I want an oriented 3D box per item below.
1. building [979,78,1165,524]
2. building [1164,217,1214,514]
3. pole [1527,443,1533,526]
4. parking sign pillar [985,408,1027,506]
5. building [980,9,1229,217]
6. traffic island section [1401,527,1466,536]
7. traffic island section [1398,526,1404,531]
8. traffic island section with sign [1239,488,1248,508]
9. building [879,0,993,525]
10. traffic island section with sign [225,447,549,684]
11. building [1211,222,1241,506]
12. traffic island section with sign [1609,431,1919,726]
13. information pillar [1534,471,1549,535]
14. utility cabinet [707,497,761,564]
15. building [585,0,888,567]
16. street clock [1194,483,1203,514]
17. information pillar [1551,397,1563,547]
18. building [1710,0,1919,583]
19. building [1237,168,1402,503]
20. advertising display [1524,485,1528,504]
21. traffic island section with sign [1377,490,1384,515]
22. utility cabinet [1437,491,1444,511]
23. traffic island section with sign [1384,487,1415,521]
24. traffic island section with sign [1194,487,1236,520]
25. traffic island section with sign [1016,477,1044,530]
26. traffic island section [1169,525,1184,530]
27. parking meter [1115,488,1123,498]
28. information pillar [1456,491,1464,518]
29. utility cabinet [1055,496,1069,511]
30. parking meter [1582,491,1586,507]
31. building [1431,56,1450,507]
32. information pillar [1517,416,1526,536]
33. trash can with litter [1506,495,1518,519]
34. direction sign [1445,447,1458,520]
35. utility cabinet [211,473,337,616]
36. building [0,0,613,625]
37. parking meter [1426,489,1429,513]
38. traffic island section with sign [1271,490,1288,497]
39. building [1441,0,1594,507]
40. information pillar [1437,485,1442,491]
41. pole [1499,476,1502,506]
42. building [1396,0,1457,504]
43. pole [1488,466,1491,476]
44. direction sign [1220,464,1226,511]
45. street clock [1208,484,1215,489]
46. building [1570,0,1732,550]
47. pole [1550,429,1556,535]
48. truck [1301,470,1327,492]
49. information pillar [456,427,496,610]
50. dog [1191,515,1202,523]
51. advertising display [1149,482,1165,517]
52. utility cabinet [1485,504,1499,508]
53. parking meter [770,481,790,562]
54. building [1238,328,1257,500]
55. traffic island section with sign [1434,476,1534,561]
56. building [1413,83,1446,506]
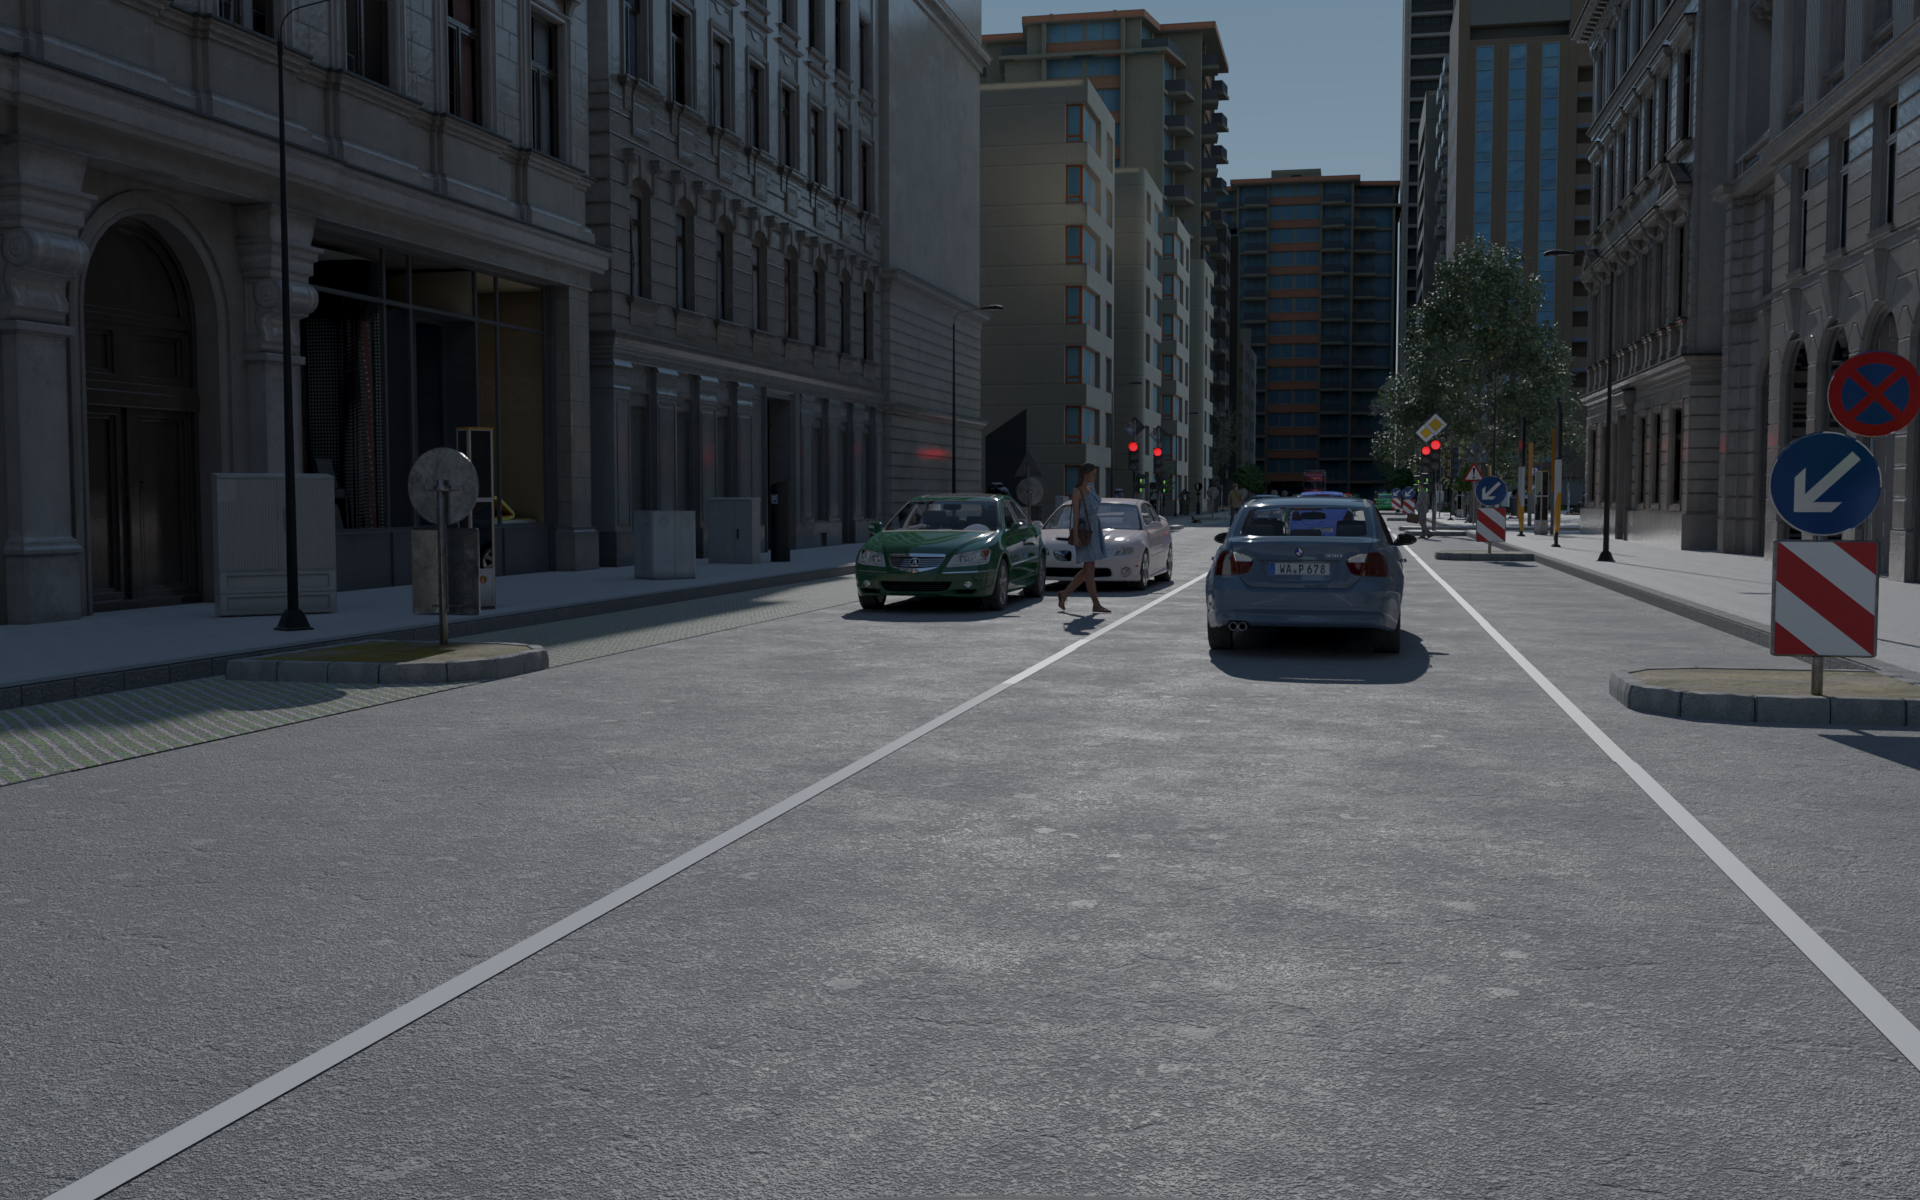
[{"bbox_3d":[-5.004,-14.943,89.352,27.650,21.520,28.899,1,4,13],"label":"building"},{"bbox_3d":[3.234,-17.138,125.252,27.650,21.520,28.899,1,4,13],"label":"building"},{"bbox_3d":[22.678,-4.590,68.889,0.158,3.312,0.155,0,3,0],"label":"pole"},{"bbox_3d":[1.447,-4.048,54.664,1.447,3.967,1.447,0,4,1],"label":"parking sign pillar"},{"bbox_3d":[13.238,-30.989,161.293,22.147,44.769,28.867,1,4,13],"label":"building"},{"bbox_3d":[16.553,-2.333,60.428,2.009,0.180,2.903,1,4,13],"label":"traffic island section"},{"bbox_3d":[18.318,-2.809,68.216,2.009,0.180,2.903,1,4,13],"label":"traffic island section"},{"bbox_3d":[19.830,-6.876,121.043,1.989,1.847,2.006,1,4,13],"label":"traffic island section with sign"},{"bbox_3d":[-16.868,-14.572,57.344,34.723,24.649,14.460,1,4,13],"label":"building"},{"bbox_3d":[-4.446,-0.326,13.956,1.989,1.847,2.006,1,4,13],"label":"traffic island section with sign"},{"bbox_3d":[21.848,-25.081,181.775,14.160,30.474,14.107,1,4,13],"label":"building"},{"bbox_3d":[5.534,-0.191,11.743,1.989,1.847,2.006,1,4,13],"label":"traffic island section with sign"},{"bbox_3d":[18.296,-3.058,54.493,0.304,2.012,0.304,-2,4,-26],"label":"information pillar"},{"bbox_3d":[-4.176,-1.273,31.981,1.020,1.237,0.306,2,4,30],"label":"utility cabinet"},{"bbox_3d":[-8.599,-11.635,39.390,9.793,20.994,18.267,1,4,13],"label":"building"},{"bbox_3d":[14.991,-6.381,108.903,0.471,2.002,0.358,-1,4,-22],"label":"street clock"},{"bbox_3d":[14.425,-3.084,41.773,0.183,3.616,0.504,1,4,10],"label":"information pillar"},{"bbox_3d":[19.716,-11.184,24.663,13.314,21.916,24.055,1,4,13],"label":"building"},{"bbox_3d":[44.980,-35.582,236.385,28.867,44.769,22.147,1,4,13],"label":"building"},{"bbox_3d":[40.153,-7.127,121.742,0.974,1.923,0.123,2,4,35],"label":"advertising display"},{"bbox_3d":[29.897,-6.765,119.227,1.989,1.847,2.006,1,4,13],"label":"traffic island section with sign"},{"bbox_3d":[36.764,-7.587,132.724,0.318,1.500,1.173,2,4,32],"label":"utility cabinet"},{"bbox_3d":[23.877,-5.141,92.680,1.989,1.847,2.006,1,4,13],"label":"traffic island section with sign"},{"bbox_3d":[13.836,-5.257,94.583,1.989,1.847,2.006,1,4,13],"label":"traffic island section with sign"},{"bbox_3d":[1.605,-1.959,40.651,1.989,1.847,2.006,1,4,13],"label":"traffic island section with sign"},{"bbox_3d":[8.038,-2.952,70.543,2.009,0.180,2.903,1,4,13],"label":"traffic island section"},{"bbox_3d":[6.732,-3.971,73.341,0.372,1.533,0.369,0,3,0],"label":"parking meter"},{"bbox_3d":[27.200,-5.485,94.167,0.304,2.012,0.304,2,4,31],"label":"information pillar"},{"bbox_3d":[3.510,-2.958,59.531,0.306,1.237,1.020,1,4,15],"label":"utility cabinet"},{"bbox_3d":[45.136,-7.139,125.125,0.372,1.533,0.369,0,3,0],"label":"parking meter"},{"bbox_3d":[58.826,-33.767,171.702,23.786,49.044,30.456,1,4,13],"label":"building"},{"bbox_3d":[17.032,-3.741,52.520,0.183,3.616,0.504,0,4,5],"label":"information pillar"},{"bbox_3d":[28.692,-4.888,90.984,2.233,1.210,1.678,0,4,-5],"label":"trash can with litter"},{"bbox_3d":[23.864,-5.636,84.139,0.876,3.537,0.379,-2,4,-32],"label":"direction sign"},{"bbox_3d":[-7.248,-0.590,18.332,1.173,1.500,0.318,-2,4,-33],"label":"utility cabinet"},{"bbox_3d":[-14.855,-9.766,10.579,10.553,20.767,40.483,1,4,13],"label":"building"},{"bbox_3d":[32.414,-7.029,120.627,0.399,1.863,0.255,2,4,33],"label":"parking meter"},{"bbox_3d":[30.880,-9.854,169.732,1.989,1.847,2.006,1,4,13],"label":"traffic island section with sign"},{"bbox_3d":[49.848,-30.621,150.760,14.600,45.320,14.200,1,4,13],"label":"building"},{"bbox_3d":[37.671,-8.052,136.149,0.304,2.012,0.304,-1,4,-19],"label":"information pillar"},{"bbox_3d":[39.015,-8.023,125.018,0.158,3.312,0.155,0,3,0],"label":"pole"},{"bbox_3d":[69.388,-48.508,231.359,20.611,71.187,20.563,1,4,13],"label":"building"},{"bbox_3d":[37.489,-7.879,122.662,0.158,3.312,0.155,0,3,0],"label":"pole"},{"bbox_3d":[19.791,-8.467,130.436,0.379,3.537,0.876,-1,4,-19],"label":"direction sign"},{"bbox_3d":[18.992,-7.721,130.815,0.471,2.002,0.358,0,3,0],"label":"street clock"},{"bbox_3d":[23.058,-11.140,46.765,10.561,19.102,19.286,1,4,13],"label":"building"},{"bbox_3d":[18.667,-3.703,54.391,0.158,3.312,0.155,0,3,0],"label":"pole"},{"bbox_3d":[41.427,-13.045,202.202,2.839,4.237,11.283,1,4,13],"label":"truck"},{"bbox_3d":[-5.371,-0.901,19.227,0.304,2.012,0.304,-3,5,-41],"label":"information pillar"},{"bbox_3d":[11.486,-3.925,84.374,0.550,0.427,0.748,-2,4,-33],"label":"dog"},{"bbox_3d":[10.643,-5.401,93.525,0.974,1.923,0.123,3,5,43],"label":"advertising display"},{"bbox_3d":[31.451,-5.726,102.298,0.318,1.500,1.173,3,5,42],"label":"utility cabinet"},{"bbox_3d":[-3.407,-1.494,32.831,0.372,1.533,0.369,0,3,0],"label":"parking meter"},{"bbox_3d":[19.865,-22.095,206.300,28.899,21.520,27.650,1,4,13],"label":"building"},{"bbox_3d":[11.483,-1.799,38.036,1.989,1.847,2.006,1,4,13],"label":"traffic island section with sign"},{"bbox_3d":[63.345,-35.085,197.343,21.300,48.544,21.600,1,4,13],"label":"building"}]
